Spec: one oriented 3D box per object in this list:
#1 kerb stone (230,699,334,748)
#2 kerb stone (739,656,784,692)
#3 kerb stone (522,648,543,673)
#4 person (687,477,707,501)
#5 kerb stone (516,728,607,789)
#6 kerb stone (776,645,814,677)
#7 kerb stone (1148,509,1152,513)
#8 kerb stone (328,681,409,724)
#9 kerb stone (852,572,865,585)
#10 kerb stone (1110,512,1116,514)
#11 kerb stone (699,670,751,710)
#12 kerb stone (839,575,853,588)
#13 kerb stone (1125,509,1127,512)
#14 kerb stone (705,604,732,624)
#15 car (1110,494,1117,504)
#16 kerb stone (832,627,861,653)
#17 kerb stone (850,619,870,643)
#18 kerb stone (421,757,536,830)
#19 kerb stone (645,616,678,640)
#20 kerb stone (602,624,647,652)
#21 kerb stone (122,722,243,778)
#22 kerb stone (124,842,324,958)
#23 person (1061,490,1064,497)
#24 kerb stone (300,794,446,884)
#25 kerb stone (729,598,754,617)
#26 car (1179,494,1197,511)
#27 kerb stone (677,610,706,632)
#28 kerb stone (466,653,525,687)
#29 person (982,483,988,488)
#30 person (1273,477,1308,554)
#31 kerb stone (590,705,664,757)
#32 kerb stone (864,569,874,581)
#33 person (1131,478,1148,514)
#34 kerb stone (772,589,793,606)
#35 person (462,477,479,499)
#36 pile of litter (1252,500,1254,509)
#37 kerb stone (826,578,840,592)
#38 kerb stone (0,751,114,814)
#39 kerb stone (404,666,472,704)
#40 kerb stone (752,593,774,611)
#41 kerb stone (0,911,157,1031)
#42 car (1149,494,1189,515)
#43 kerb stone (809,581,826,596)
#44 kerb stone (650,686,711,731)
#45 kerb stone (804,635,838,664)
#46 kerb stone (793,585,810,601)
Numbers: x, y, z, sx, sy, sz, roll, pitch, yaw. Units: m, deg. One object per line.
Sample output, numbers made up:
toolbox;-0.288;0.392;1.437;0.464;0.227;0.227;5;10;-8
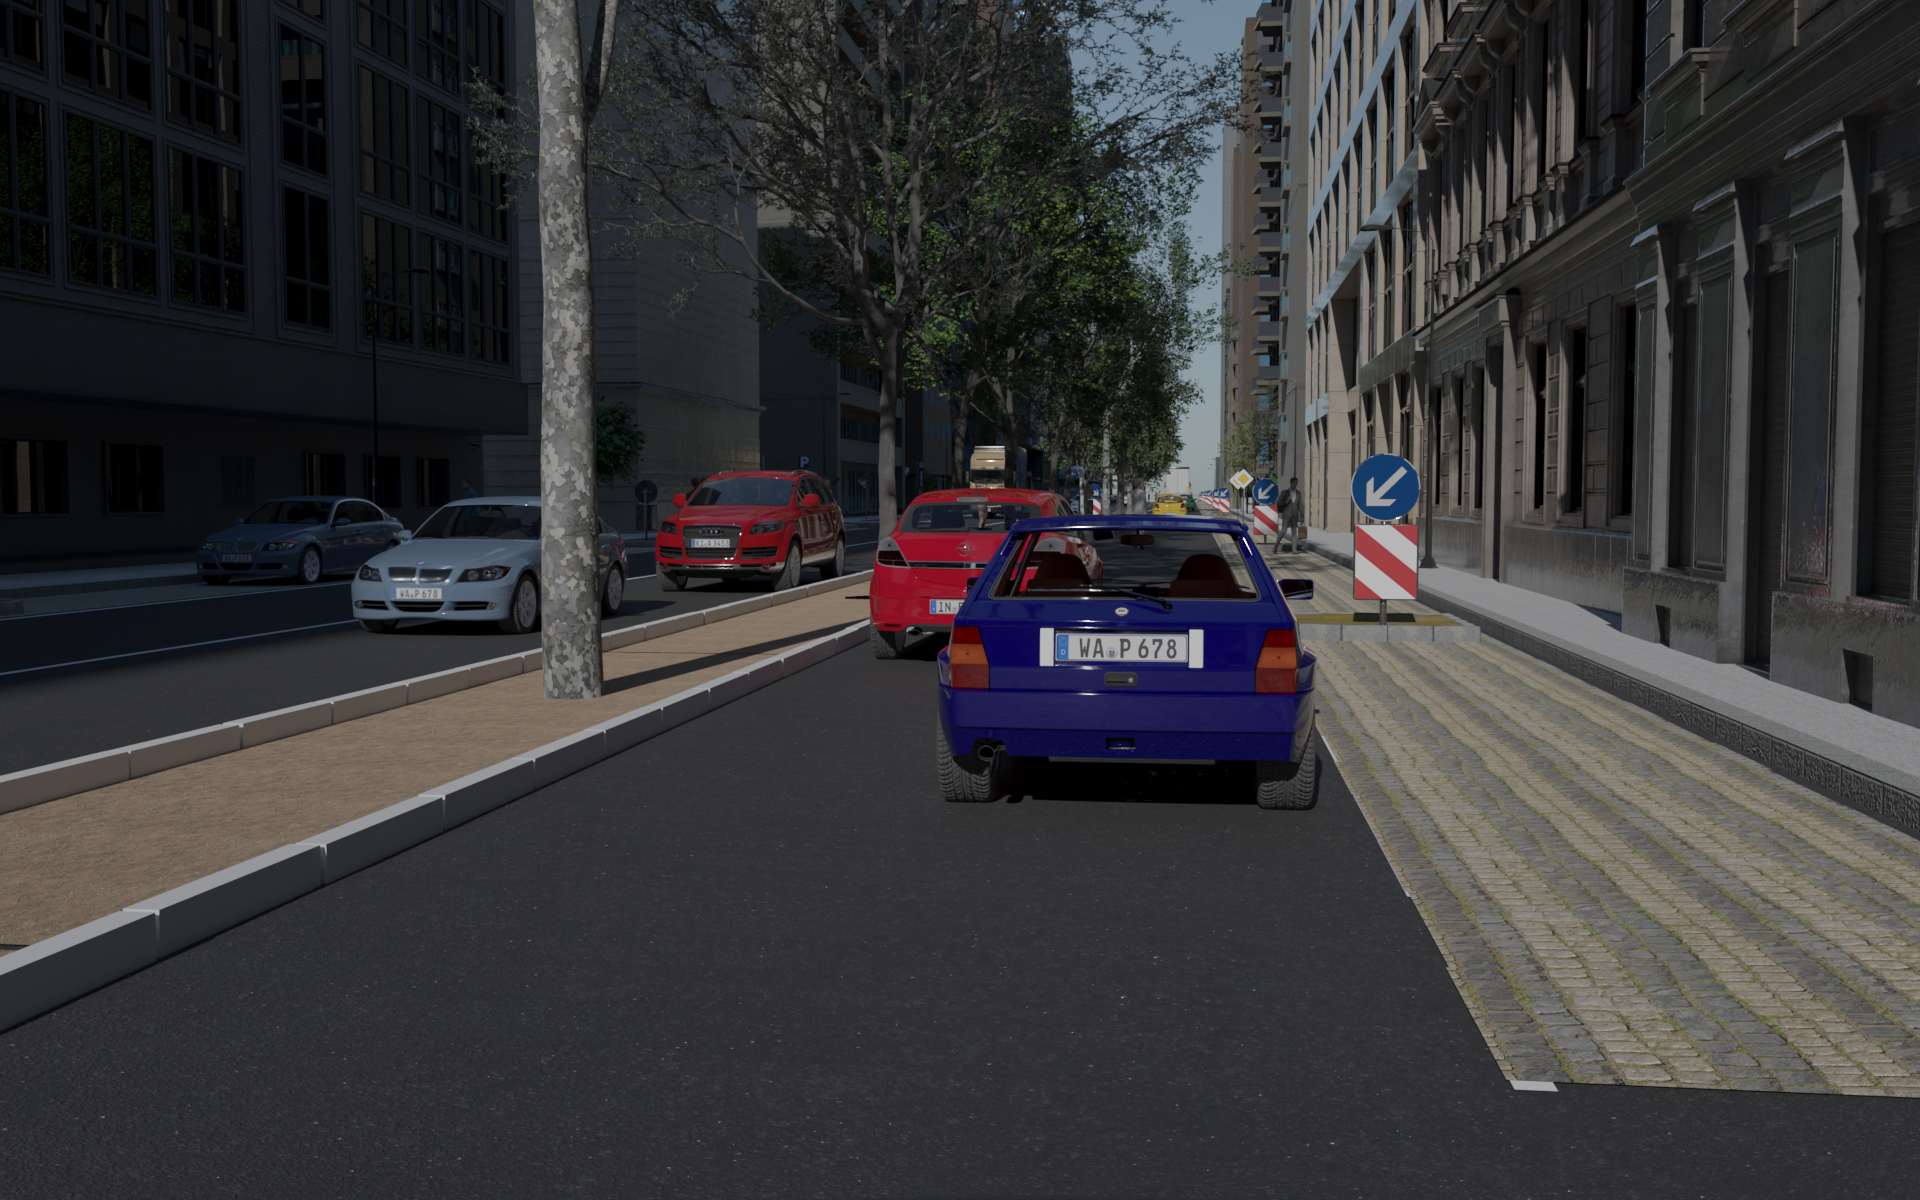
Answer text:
kerb stone;-4.000;0.735;10.186;0.120;0.150;1.000;0;4;8
kerb stone;-1.513;0.564;12.979;0.120;0.150;1.000;0;4;8
kerb stone;-3.454;0.486;14.252;0.120;0.150;1.000;0;4;8
person;-5.978;-1.929;40.009;0.573;1.828;0.580;1;4;21
kerb stone;-2.052;0.813;8.898;0.120;0.150;1.000;0;4;8
kerb stone;-1.369;0.501;14.003;0.120;0.150;1.000;0;4;8
kerb stone;15.776;-7.362;142.571;0.120;0.150;1.000;0;4;8
kerb stone;-3.861;0.673;11.199;0.120;0.150;1.000;0;4;8
kerb stone;-1.696;-0.318;27.477;0.120;0.150;1.000;0;4;8
kerb stone;10.712;-6.012;120.490;0.120;0.150;1.000;0;4;8
kerb stone;-1.648;0.628;11.966;0.120;0.150;1.000;0;4;8
kerb stone;-1.823;-0.261;26.462;0.120;0.150;1.000;0;4;8
kerb stone;14.506;-7.752;148.932;0.120;0.150;1.000;0;4;8
kerb stone;-2.768;0.178;19.348;0.120;0.150;1.000;0;4;8
car;22.452;-14.856;254.890;2.014;1.417;4.499;0;4;7
kerb stone;-1.095;0.383;16.032;0.120;0.150;1.000;0;4;8
kerb stone;-0.966;0.315;17.049;0.120;0.150;1.000;0;4;8
kerb stone;-2.187;0.875;7.882;0.120;0.150;1.000;0;4;8
kerb stone;-3.045;0.299;17.311;0.120;0.150;1.000;0;4;8
kerb stone;-3.182;0.364;16.293;0.120;0.150;1.000;0;4;8
kerb stone;-4.139;0.799;9.163;0.120;0.150;1.000;0;4;8
kerb stone;-2.463;1.000;5.848;0.120;0.150;1.000;0;4;8
person;9.576;-9.326;160.965;0.705;1.826;1.348;0;4;2
kerb stone;-2.319;0.940;6.862;0.120;0.150;1.000;0;4;8
kerb stone;-2.639;0.112;20.362;0.120;0.150;1.000;0;4;8
car;18.833;-8.169;145.353;2.131;1.459;4.920;0;4;8
kerb stone;-2.913;0.237;18.327;0.120;0.150;1.000;0;4;8
kerb stone;-3.596;0.548;13.237;0.120;0.150;1.000;0;4;8
person;0.769;-2.858;55.567;0.374;1.781;0.599;3;5;40
person;7.807;-1.988;40.960;0.622;1.834;0.822;-2;4;-25
kerb stone;-1.920;0.751;9.918;0.120;0.150;1.000;0;4;8
kerb stone;-1.561;-0.385;28.490;0.120;0.150;1.000;0;4;8
person;4.583;-2.208;44.485;0.514;1.842;0.818;2;4;34
kerb stone;-2.368;-0.012;22.388;0.120;0.150;1.000;0;4;8
person;-9.950;-1.625;35.405;0.444;1.785;0.601;-1;4;-18
pile of litter;24.915;-8.219;148.351;1.176;0.858;1.719;0;4;8
kerb stone;-1.960;-0.199;25.445;0.120;0.150;1.000;0;4;8
kerb stone;-4.269;0.859;8.149;0.120;0.150;1.000;0;4;8
kerb stone;-3.724;0.610;12.219;0.120;0.150;1.000;0;4;8
kerb stone;-2.509;0.053;21.376;0.120;0.150;1.000;0;4;8
kerb stone;-2.592;1.062;4.827;0.120;0.150;1.000;0;4;8
car;10.747;-4.817;88.979;2.015;1.641;3.980;0;4;6
kerb stone;-2.093;-0.137;24.429;0.120;0.150;1.000;0;4;8
kerb stone;-1.783;0.691;10.938;0.120;0.150;1.000;0;4;8
kerb stone;-1.236;0.439;15.018;0.120;0.150;1.000;0;4;8
kerb stone;-2.237;-0.071;23.416;0.120;0.150;1.000;0;4;8
